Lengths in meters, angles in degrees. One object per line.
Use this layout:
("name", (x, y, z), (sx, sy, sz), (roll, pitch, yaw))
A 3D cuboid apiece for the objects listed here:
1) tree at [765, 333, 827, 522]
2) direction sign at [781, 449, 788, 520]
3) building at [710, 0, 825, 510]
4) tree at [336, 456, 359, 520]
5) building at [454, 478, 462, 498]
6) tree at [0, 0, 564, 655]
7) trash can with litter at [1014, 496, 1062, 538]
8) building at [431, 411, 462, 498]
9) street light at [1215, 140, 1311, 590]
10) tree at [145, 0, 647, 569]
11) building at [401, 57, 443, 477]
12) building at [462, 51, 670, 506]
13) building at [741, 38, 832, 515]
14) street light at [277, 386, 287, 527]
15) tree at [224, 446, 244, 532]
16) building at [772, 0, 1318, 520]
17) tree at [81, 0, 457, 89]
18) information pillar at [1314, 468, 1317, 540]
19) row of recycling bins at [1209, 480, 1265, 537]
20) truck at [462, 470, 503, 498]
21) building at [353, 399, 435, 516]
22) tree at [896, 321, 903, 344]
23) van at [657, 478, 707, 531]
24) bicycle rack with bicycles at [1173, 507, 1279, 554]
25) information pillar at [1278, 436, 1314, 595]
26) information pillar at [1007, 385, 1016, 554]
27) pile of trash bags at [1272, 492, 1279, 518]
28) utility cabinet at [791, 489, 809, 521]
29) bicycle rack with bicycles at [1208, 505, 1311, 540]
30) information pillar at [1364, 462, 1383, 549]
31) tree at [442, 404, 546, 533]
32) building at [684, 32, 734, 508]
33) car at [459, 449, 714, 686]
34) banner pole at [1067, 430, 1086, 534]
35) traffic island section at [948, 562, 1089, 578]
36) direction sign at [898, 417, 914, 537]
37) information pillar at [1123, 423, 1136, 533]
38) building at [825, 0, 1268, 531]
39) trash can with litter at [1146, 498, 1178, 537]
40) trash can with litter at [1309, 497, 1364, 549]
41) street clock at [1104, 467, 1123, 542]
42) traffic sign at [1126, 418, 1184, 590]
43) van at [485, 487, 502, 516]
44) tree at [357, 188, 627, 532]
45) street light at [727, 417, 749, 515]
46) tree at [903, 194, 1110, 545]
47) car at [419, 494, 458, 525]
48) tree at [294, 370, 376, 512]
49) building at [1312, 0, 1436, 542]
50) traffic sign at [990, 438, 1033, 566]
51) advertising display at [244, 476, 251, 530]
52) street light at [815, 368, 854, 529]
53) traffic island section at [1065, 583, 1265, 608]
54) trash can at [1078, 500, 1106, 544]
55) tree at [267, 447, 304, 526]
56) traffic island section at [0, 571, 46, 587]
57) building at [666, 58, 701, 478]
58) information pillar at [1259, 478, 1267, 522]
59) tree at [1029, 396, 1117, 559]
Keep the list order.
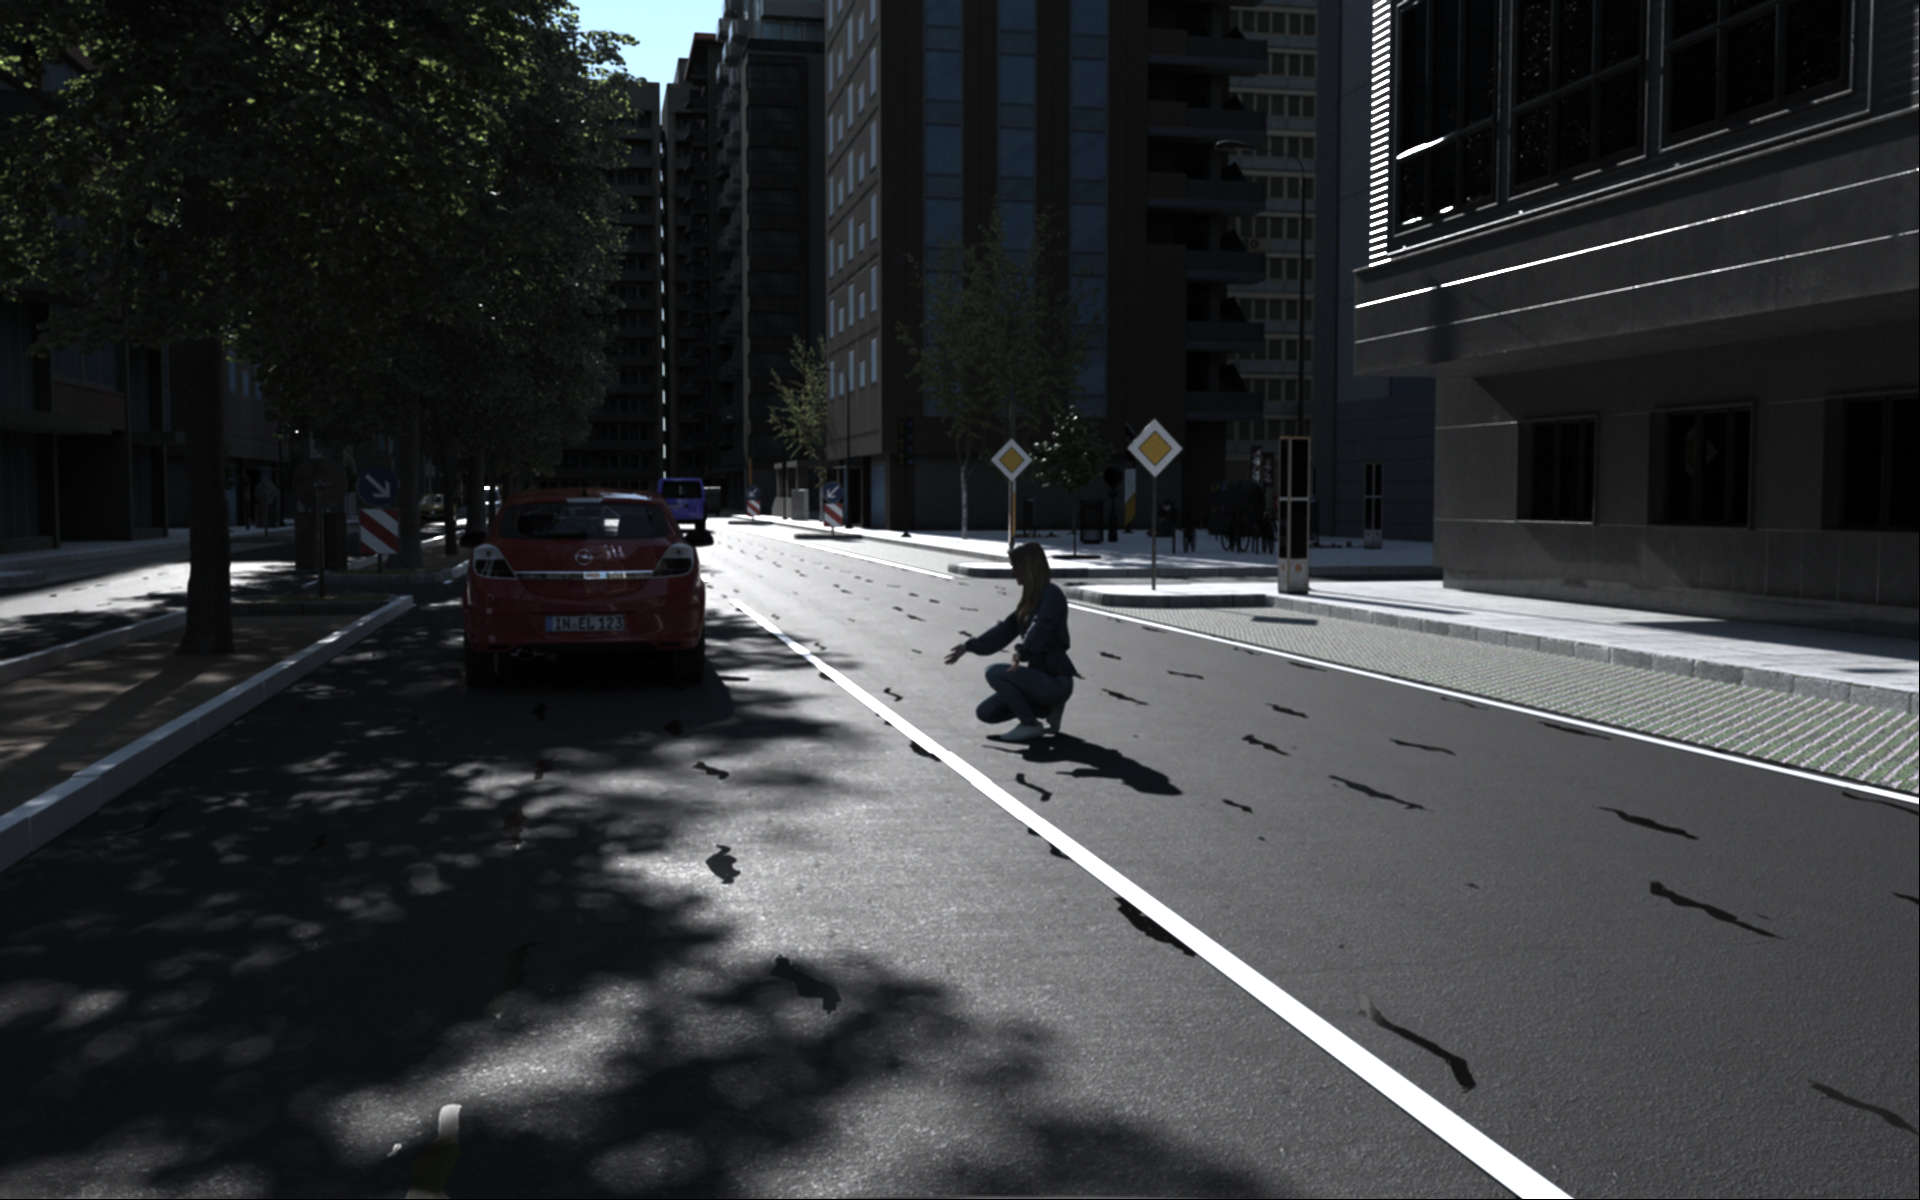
("tree", (-6.517, -7.827, 78.328), (4.360, 8.622, 3.978), (0, 3, 0))
("direction sign", (-8.774, -5.784, 86.564), (0.379, 3.537, 0.876), (0, 4, 6))
("building", (-7.523, -31.687, 137.696), (23.786, 49.044, 30.456), (-1, 4, -12))
("tree", (-30.810, -5.677, 87.417), (1.663, 3.219, 1.824), (0, 3, 0))
("building", (-67.882, -30.697, 193.774), (23.993, 40.220, 32.217), (-1, 4, -12))
("tree", (-6.913, -5.806, 15.519), (7.486, 12.596, 7.792), (0, 3, 0))
("trash can with litter", (2.388, -2.467, 51.387), (1.678, 1.210, 2.233), (3, 5, 39))
("building", (-55.351, -29.531, 166.426), (14.086, 41.232, 14.154), (-1, 4, -12))
("street light", (4.034, -3.088, 23.034), (1.470, 5.913, 1.316), (-1, 4, -12))
("tree", (-10.348, -7.507, 31.852), (9.857, 13.997, 8.962), (0, 3, 0))
("building", (-56.263, -33.579, 138.261), (28.713, 52.752, 27.495), (-1, 4, -12))
("building", (-44.416, -34.864, 193.721), (21.600, 48.544, 21.300), (-1, 4, -12))
("building", (-7.581, -21.000, 115.049), (14.160, 30.474, 14.107), (-1, 4, -12))
("street light", (-26.042, -5.827, 67.815), (1.470, 5.913, 1.316), (-1, 4, -12))
("tree", (-25.021, -3.895, 58.285), (1.663, 3.219, 1.824), (0, 3, 0))
("building", (6.325, -24.684, 95.469), (32.217, 40.220, 23.993), (-1, 4, -12))
("tree", (-5.003, -4.362, 8.186), (8.767, 10.594, 7.601), (-1, 4, -12))
("information pillar", (9.689, -2.665, 48.064), (0.304, 2.012, 0.304), (2, 4, 35))
("row of recycling bins", (8.552, -2.834, 53.453), (1.069, 1.692, 3.534), (-1, 4, -8))
("truck", (-32.172, -7.528, 118.999), (3.469, 3.379, 9.791), (-1, 4, -13))
("building", (-49.682, -16.318, 111.839), (27.650, 21.520, 28.899), (-1, 4, -12))
("tree", (0.163, -6.010, 48.633), (4.737, 8.622, 4.395), (0, 3, 0))
("van", (-11.128, -3.935, 68.715), (2.240, 2.365, 5.245), (-1, 4, -11))
("bicycle rack with bicycles", (5.727, -1.511, 38.089), (2.852, 0.926, 2.925), (0, 4, 8))
("information pillar", (4.284, -1.084, 22.214), (0.304, 2.012, 0.304), (-1, 4, -15))
("information pillar", (1.122, -2.800, 37.139), (0.183, 3.616, 0.504), (0, 4, -5))
("pile of trash bags", (13.951, -4.508, 83.457), (3.447, 1.369, 1.912), (0, 4, -1))
("utility cabinet", (-7.678, -4.547, 83.029), (0.318, 1.500, 1.173), (-2, 4, -35))
("bicycle rack with bicycles", (8.161, -2.073, 47.284), (2.852, 0.926, 2.925), (0, 4, -1))
("information pillar", (9.644, -2.197, 40.415), (0.304, 2.012, 0.304), (-2, 4, -32))
("tree", (-15.745, -6.386, 57.226), (4.737, 8.622, 4.395), (0, 3, 0))
("building", (-14.921, -31.309, 166.523), (22.147, 44.769, 28.867), (-1, 4, -12))
("car", (-3.122, -0.336, 14.531), (2.155, 1.783, 4.494), (-1, 4, -11))
("banner pole", (3.787, -4.013, 55.623), (0.401, 3.779, 0.863), (3, 5, 44))
("traffic island section", (0.935, -0.532, 30.974), (2.009, 0.180, 2.903), (-1, 4, -12))
("direction sign", (-1.612, -3.637, 51.464), (0.379, 3.537, 0.876), (-2, 4, -32))
("information pillar", (5.564, -3.996, 56.690), (0.183, 3.616, 0.504), (-2, 4, -32))
("building", (2.572, -25.489, 66.856), (14.600, 45.320, 14.200), (-1, 4, -12))
("trash can with litter", (5.991, -2.465, 51.685), (0.624, 1.170, 1.055), (-3, 5, -42))
("trash can with litter", (8.725, -1.854, 41.375), (2.233, 1.210, 1.678), (-1, 4, -13))
("street clock", (4.107, -2.565, 46.500), (0.471, 2.002, 0.358), (3, 5, 44))
("traffic sign", (2.586, -1.189, 23.084), (0.795, 2.450, 0.064), (-1, 4, -12))
("van", (-26.097, -5.413, 95.507), (2.013, 2.044, 4.112), (-1, 4, -14))
("tree", (-17.724, -9.326, 65.303), (12.009, 13.543, 11.850), (0, 3, 0))
("street light", (-13.350, -8.069, 104.471), (1.470, 5.913, 1.316), (-1, 4, -12))
("tree", (1.543, -5.697, 43.501), (4.737, 8.622, 4.395), (0, 3, 0))
("car", (-23.647, -4.150, 78.076), (2.015, 1.641, 3.980), (-1, 4, -13))
("tree", (-30.129, -8.108, 82.921), (4.360, 8.622, 3.978), (0, 3, 0))
("building", (26.420, -30.845, 46.323), (28.212, 58.520, 21.231), (-1, 4, -12))
("traffic sign", (0.914, -1.667, 30.892), (0.795, 2.450, 0.064), (-1, 4, -12))
("advertising display", (-25.589, -3.486, 62.206), (0.123, 1.923, 0.974), (-1, 4, -19))
("street light", (-4.656, -5.594, 64.000), (1.470, 5.913, 1.316), (-1, 4, -12))
("traffic island section", (2.607, -0.054, 23.166), (2.009, 0.180, 2.903), (-1, 4, -12))
("trash can", (3.392, -2.014, 44.582), (0.748, 1.137, 0.748), (0, 3, 0))
("tree", (-27.228, -4.676, 71.050), (1.663, 3.219, 1.824), (0, 3, 0))
("traffic island section", (-15.829, -0.313, 27.404), (2.009, 0.180, 2.903), (-1, 4, -12))
("building", (-23.175, -35.145, 198.320), (21.600, 48.544, 21.300), (-1, 4, -12))
("information pillar", (13.895, -4.587, 79.496), (0.304, 2.012, 0.304), (-1, 4, -21))
("tree", (2.161, -2.441, 34.515), (1.663, 3.219, 1.824), (0, 3, 0))
